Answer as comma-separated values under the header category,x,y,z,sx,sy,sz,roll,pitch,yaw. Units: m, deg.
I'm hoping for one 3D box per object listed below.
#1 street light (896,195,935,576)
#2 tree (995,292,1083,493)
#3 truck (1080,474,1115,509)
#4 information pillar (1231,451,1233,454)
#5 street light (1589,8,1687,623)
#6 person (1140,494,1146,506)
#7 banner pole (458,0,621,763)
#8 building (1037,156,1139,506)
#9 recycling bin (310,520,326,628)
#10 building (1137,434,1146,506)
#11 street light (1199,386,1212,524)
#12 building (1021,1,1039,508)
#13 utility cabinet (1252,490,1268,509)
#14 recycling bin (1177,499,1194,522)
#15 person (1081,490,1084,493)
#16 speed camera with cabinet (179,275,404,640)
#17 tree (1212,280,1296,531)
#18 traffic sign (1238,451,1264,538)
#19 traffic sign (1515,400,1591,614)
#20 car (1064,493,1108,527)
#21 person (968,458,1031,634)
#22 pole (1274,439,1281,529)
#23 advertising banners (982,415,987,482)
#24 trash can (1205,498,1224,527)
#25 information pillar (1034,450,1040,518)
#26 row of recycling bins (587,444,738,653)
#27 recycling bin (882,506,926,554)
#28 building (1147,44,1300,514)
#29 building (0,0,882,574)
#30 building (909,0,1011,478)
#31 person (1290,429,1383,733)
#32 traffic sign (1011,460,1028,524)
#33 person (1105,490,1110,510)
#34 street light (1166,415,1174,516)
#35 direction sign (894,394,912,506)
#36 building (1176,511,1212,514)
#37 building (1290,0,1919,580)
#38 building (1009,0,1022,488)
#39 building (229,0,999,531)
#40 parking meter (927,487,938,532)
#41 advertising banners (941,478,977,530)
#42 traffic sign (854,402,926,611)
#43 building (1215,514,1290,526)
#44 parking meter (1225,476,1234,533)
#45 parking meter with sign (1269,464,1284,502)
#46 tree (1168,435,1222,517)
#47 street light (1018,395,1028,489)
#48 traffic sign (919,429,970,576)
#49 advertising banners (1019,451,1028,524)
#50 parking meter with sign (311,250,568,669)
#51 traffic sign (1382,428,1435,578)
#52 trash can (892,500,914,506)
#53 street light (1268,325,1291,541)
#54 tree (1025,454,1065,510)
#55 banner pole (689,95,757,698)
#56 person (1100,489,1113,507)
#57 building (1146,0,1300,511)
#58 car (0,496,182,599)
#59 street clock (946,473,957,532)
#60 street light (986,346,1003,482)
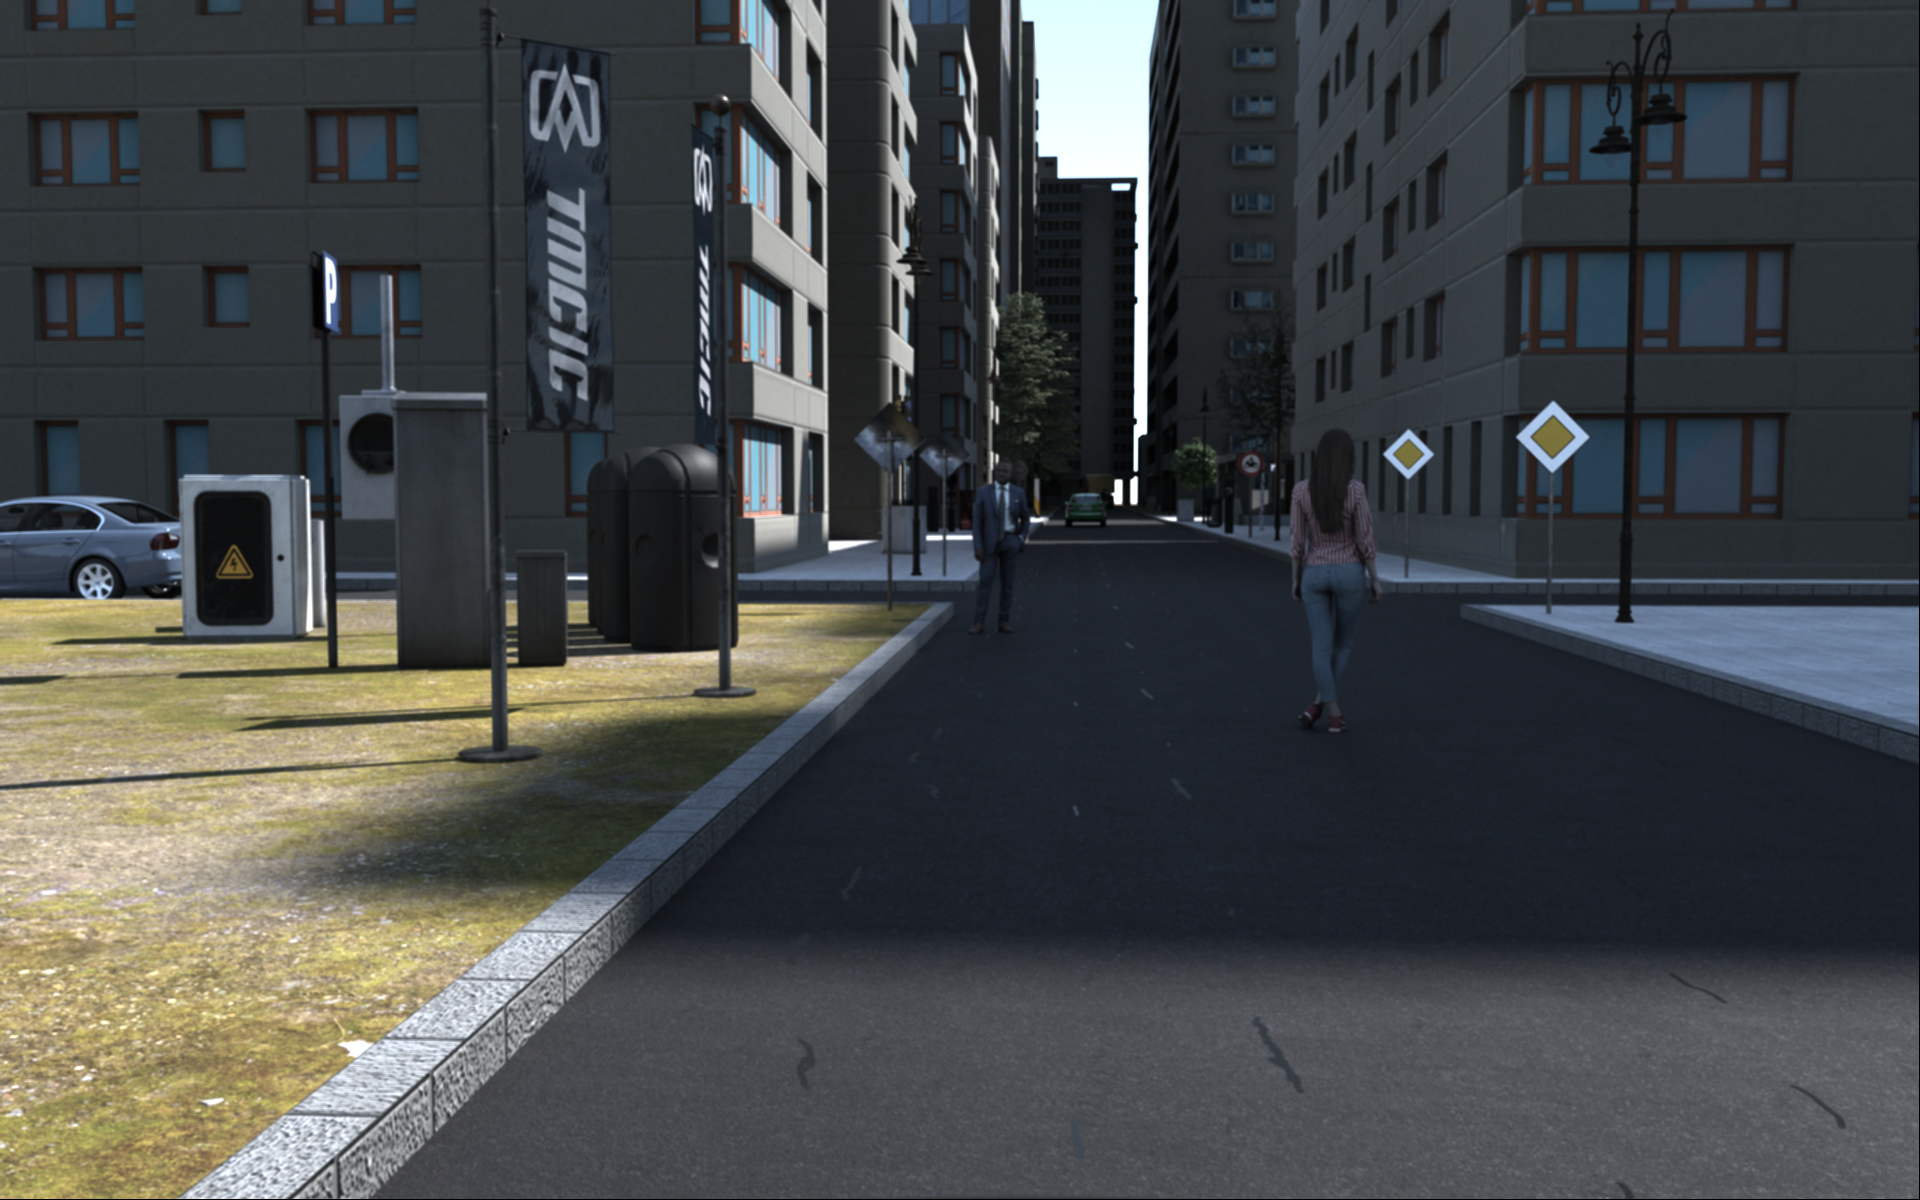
category,x,y,z,sx,sy,sz,roll,pitch,yaw
street light,-0.688,-3.326,27.163,0.468,5.910,1.993,0,4,4
tree,3.125,-10.996,97.914,7.486,12.596,7.792,0,3,0
truck,13.374,-10.433,166.503,3.469,3.379,9.791,0,4,2
information pillar,14.857,-6.251,93.552,0.504,3.616,0.183,1,4,12
street light,6.650,-2.714,17.154,0.468,5.910,1.993,0,4,4
person,19.408,-10.444,182.517,1.065,1.426,0.557,-2,4,-32
banner pole,-2.058,-1.129,8.476,0.863,3.779,0.401,-3,4,-37
building,8.596,-31.194,201.908,23.993,40.220,32.217,0,4,4
recycling bin,-6.569,-0.259,16.791,0.722,1.027,0.722,-2,4,-25
building,35.687,-53.872,193.483,31.000,86.520,22.319,0,4,4
street light,10.460,-6.198,74.128,0.468,5.910,1.993,0,4,4
building,-3.333,-33.203,166.572,21.600,48.544,21.300,0,4,4
utility cabinet,15.501,-5.001,90.444,1.173,1.500,0.318,-1,4,-18
recycling bin,10.561,-4.194,81.121,0.722,1.027,0.722,0,4,-2
person,8.583,-6.858,121.562,0.756,1.711,0.436,-2,4,-31
speed camera with cabinet,-5.851,-1.294,15.496,2.038,3.252,0.660,0,4,-7
tree,10.595,-6.736,60.492,4.360,8.622,3.978,0,3,0
traffic sign,8.557,-3.111,50.973,0.768,2.556,0.104,0,4,5
traffic sign,6.309,-0.909,18.506,0.795,2.450,0.064,0,4,4
car,5.571,-4.143,76.540,1.959,1.807,4.718,0,4,5
person,0.391,-0.567,17.951,0.721,1.800,0.419,-1,4,-15
pole,11.739,-4.289,63.972,0.158,3.312,0.155,0,3,0
advertising banners,0.699,-2.643,39.401,0.090,3.025,2.074,1,4,11
trash can,9.804,-3.371,66.765,0.748,1.137,0.748,0,3,0
information pillar,4.097,-6.168,92.202,0.183,3.616,0.504,-1,4,-22
row of recycling bins,-2.783,-0.521,15.638,1.069,1.692,3.534,-1,4,-19
recycling bin,-1.202,-1.521,37.415,0.722,1.027,0.722,2,4,33
building,31.836,-27.494,141.412,32.217,40.220,23.993,0,4,4
building,-16.151,-12.081,42.566,27.650,21.520,28.899,0,4,4
building,-4.012,-28.067,109.010,14.600,45.320,14.200,0,4,4
person,2.270,-0.119,10.448,0.555,1.821,0.388,1,4,10
traffic sign,2.185,-3.985,65.259,0.768,2.556,0.104,1,4,13
person,13.133,-8.974,155.094,0.709,1.838,0.599,2,4,29
street light,12.262,-7.844,101.038,0.468,5.910,1.993,0,4,4
direction sign,-1.313,-2.921,39.760,0.379,3.537,0.876,2,4,24
building,25.143,-30.264,118.521,21.300,48.544,21.600,0,4,4
building,23.756,-11.828,38.427,28.899,21.520,27.650,0,4,4
building,-2.868,-26.888,123.206,14.154,41.232,14.086,0,4,4
building,-12.680,-14.325,79.247,27.650,21.520,28.899,0,4,4
parking meter,-0.916,-3.075,58.686,0.372,1.533,0.369,0,3,0
advertising banners,0.244,-3.997,61.540,2.074,3.025,0.090,0,4,-1
traffic sign,-0.769,-0.939,18.994,0.795,2.450,0.064,0,4,4
building,27.843,-23.432,75.002,32.217,40.220,23.993,0,4,4
parking meter,8.784,-3.107,56.503,0.255,1.863,0.399,1,4,14
parking meter with sign,17.049,-5.778,90.729,0.543,3.016,1.738,-3,5,-44
tree,13.089,-6.880,96.200,4.285,4.588,4.351,0,3,0
street light,2.966,-6.623,81.081,0.468,5.910,1.993,0,4,4
traffic sign,-0.240,-1.426,26.962,0.795,2.450,0.064,0,4,4
advertising banners,2.618,-4.582,71.106,0.090,3.025,2.074,0,4,-6
parking meter with sign,-3.817,-1.014,12.845,1.738,3.016,0.543,-1,4,-10
traffic sign,6.837,-1.396,26.474,0.795,2.450,0.064,0,4,4
trash can,-1.500,-1.989,44.179,0.748,1.137,0.748,0,3,0
street light,8.757,-4.577,47.616,0.468,5.910,1.993,0,4,4
tree,7.521,-10.237,151.083,4.285,4.588,4.351,0,3,0
banner pole,-1.536,-1.268,10.746,0.401,3.779,0.863,0,4,8
person,10.071,-6.902,121.371,1.348,1.821,0.705,-1,4,-23
building,28.914,-33.055,164.154,21.300,48.544,21.600,0,4,4
car,-12.204,-0.673,23.009,4.499,1.417,2.014,0,4,5
street clock,-0.286,-3.318,58.813,0.358,2.002,0.471,1,4,18
street light,1.085,-4.992,54.412,0.468,5.910,1.993,0,4,4
